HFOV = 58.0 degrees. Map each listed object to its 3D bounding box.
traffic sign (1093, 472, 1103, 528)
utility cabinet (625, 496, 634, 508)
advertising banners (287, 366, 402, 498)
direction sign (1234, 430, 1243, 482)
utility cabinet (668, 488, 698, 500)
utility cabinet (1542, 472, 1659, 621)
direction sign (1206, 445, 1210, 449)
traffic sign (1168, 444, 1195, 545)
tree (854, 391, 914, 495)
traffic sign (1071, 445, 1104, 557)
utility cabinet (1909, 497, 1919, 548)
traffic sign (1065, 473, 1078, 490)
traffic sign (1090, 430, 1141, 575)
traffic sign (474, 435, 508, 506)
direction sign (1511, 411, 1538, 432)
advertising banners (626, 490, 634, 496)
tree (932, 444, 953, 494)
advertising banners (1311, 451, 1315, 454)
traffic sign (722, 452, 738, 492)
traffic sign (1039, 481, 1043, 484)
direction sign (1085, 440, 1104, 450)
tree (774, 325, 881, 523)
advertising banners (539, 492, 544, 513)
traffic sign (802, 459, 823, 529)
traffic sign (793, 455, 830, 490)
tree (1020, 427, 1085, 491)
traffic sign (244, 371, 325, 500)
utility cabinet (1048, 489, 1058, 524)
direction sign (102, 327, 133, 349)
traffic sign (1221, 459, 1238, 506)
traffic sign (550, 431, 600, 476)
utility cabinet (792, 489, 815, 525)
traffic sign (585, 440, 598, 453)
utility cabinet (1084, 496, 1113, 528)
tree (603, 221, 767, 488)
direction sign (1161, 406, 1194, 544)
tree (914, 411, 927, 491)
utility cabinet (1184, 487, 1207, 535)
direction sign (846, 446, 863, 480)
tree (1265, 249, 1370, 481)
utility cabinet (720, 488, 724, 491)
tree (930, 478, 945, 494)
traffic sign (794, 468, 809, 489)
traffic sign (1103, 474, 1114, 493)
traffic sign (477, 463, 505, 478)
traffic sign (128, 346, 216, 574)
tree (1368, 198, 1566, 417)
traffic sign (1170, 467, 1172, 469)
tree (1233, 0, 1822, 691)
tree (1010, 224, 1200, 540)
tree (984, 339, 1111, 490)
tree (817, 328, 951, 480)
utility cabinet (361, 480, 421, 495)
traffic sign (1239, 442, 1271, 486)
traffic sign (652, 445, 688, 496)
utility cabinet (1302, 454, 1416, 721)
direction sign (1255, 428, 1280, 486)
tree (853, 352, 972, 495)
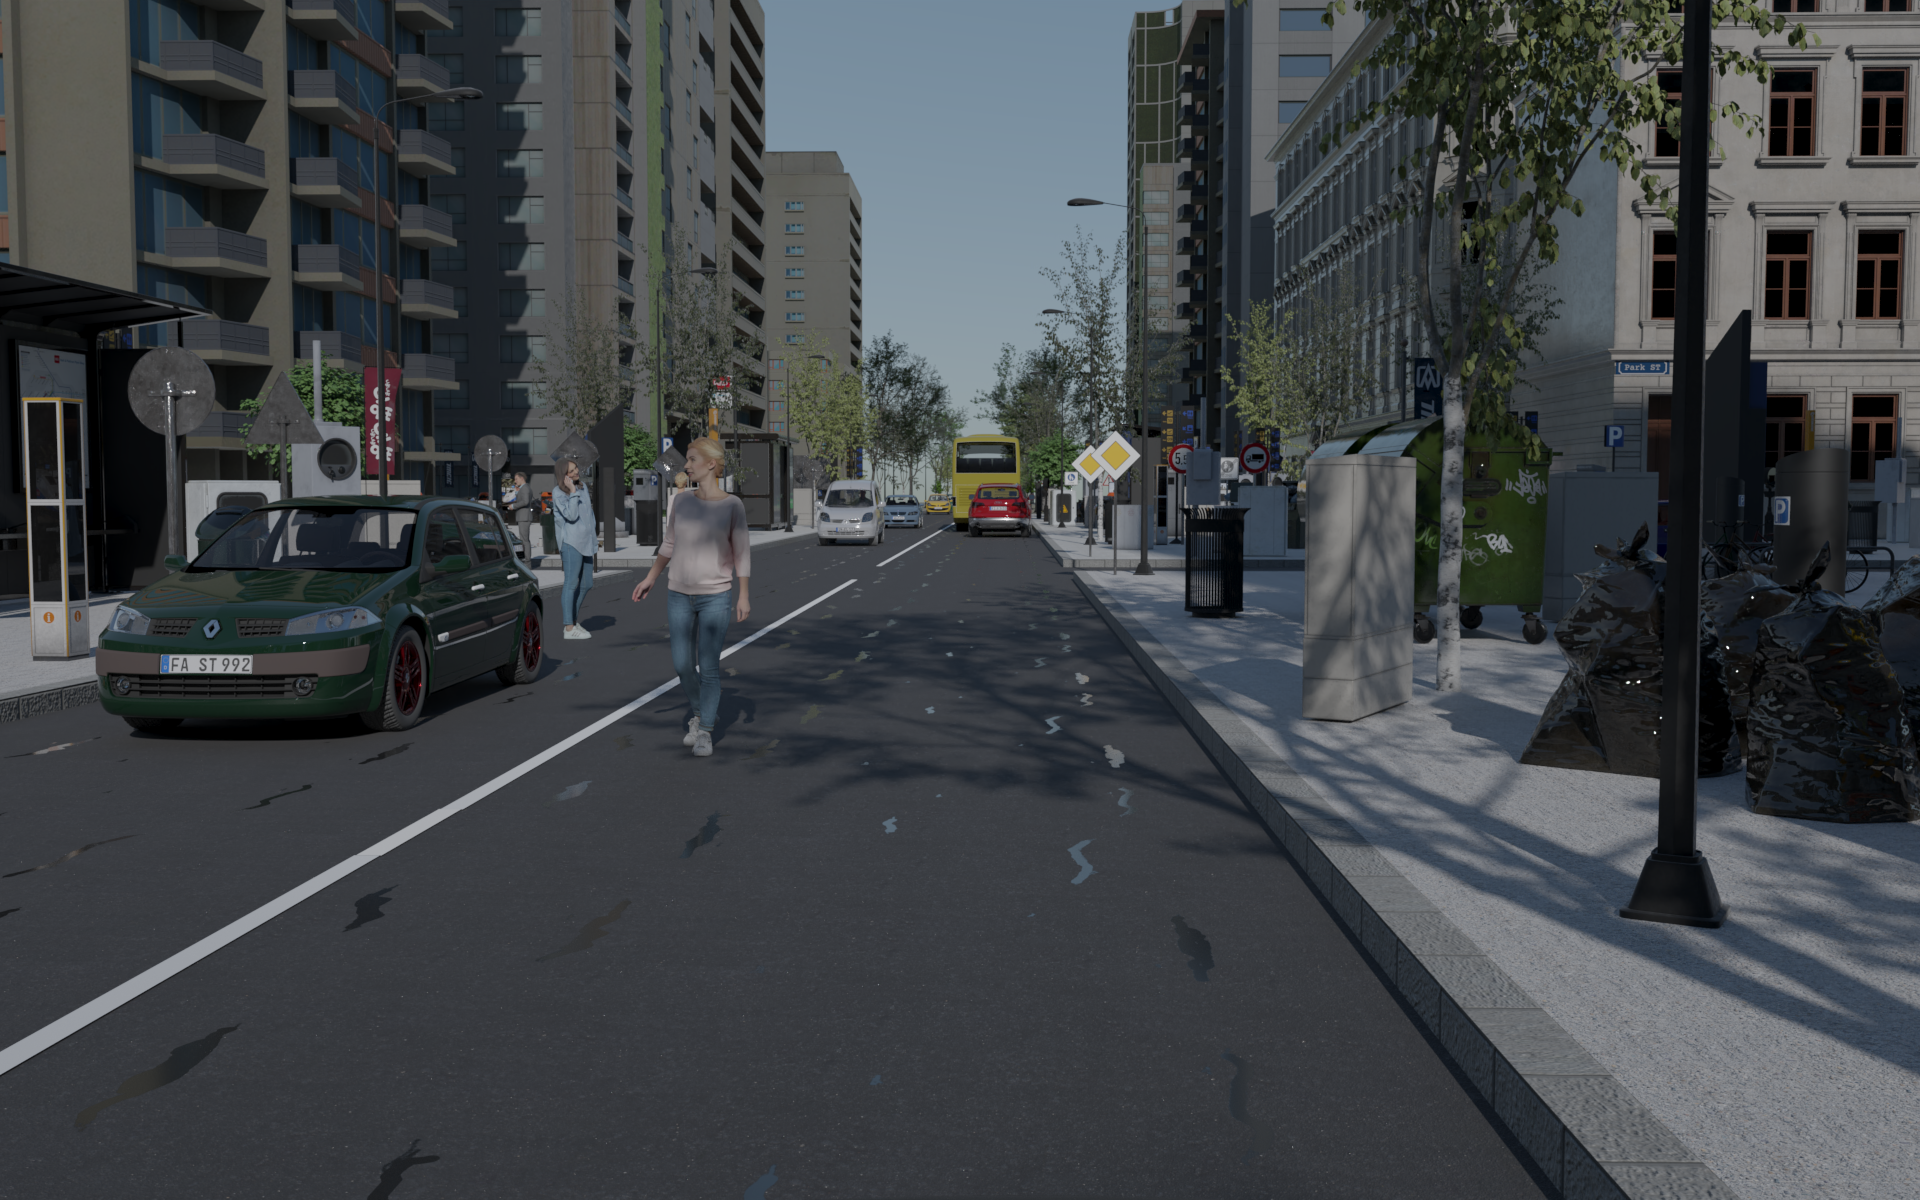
[{"bbox_3d":[5.042,-3.964,64.916,0.768,2.556,0.104,0,4,2],"label":"traffic sign"},{"bbox_3d":[-12.612,-3.433,67.298,1.020,1.237,0.306,-3,5,-40],"label":"utility cabinet"},{"bbox_3d":[-8.566,-1.667,23.439,2.074,3.025,0.090,-2,4,-34],"label":"advertising banners"},{"bbox_3d":[9.950,-4.281,61.985,0.379,3.537,0.876,-1,4,-9],"label":"direction sign"},{"bbox_3d":[-9.634,-3.177,60.624,1.173,1.500,0.318,0,4,0],"label":"utility cabinet"},{"bbox_3d":[6.448,-0.537,17.458,1.173,1.500,0.318,-1,4,-21],"label":"utility cabinet"},{"bbox_3d":[11.001,-5.333,79.194,0.876,3.537,0.379,0,4,-5],"label":"direction sign"},{"bbox_3d":[5.644,-2.674,43.822,0.768,2.556,0.104,0,4,7],"label":"traffic sign"},{"bbox_3d":[-5.314,-10.101,115.521,4.360,8.622,3.978,0,3,0],"label":"tree"},{"bbox_3d":[2.663,-1.940,35.358,0.795,2.450,0.064,0,4,1],"label":"traffic sign"},{"bbox_3d":[22.761,-1.814,40.818,0.306,1.237,1.020,0,4,4],"label":"utility cabinet"},{"bbox_3d":[5.172,-4.792,80.484,0.606,2.300,0.079,0,4,4],"label":"traffic sign"},{"bbox_3d":[2.454,-1.452,27.376,0.795,2.450,0.064,0,4,1],"label":"traffic sign"},{"bbox_3d":[-10.096,-2.272,37.257,0.768,2.556,0.104,1,4,11],"label":"traffic sign"},{"bbox_3d":[15.334,-3.388,47.386,0.876,3.537,0.379,0,4,3],"label":"direction sign"},{"bbox_3d":[-13.021,-4.444,68.840,2.074,3.025,0.090,-1,4,-20],"label":"advertising banners"},{"bbox_3d":[-2.113,-18.381,250.897,4.737,8.622,4.395,0,3,0],"label":"tree"},{"bbox_3d":[13.532,-4.490,69.601,2.074,3.025,0.090,-1,4,-12],"label":"advertising banners"},{"bbox_3d":[-6.990,-3.144,51.508,0.768,2.556,0.104,0,4,3],"label":"traffic sign"},{"bbox_3d":[4.734,-5.862,95.845,0.884,2.594,0.081,0,4,2],"label":"traffic sign"},{"bbox_3d":[5.642,-4.943,72.810,0.876,3.537,0.379,-2,4,-24],"label":"direction sign"},{"bbox_3d":[-6.261,-7.657,75.550,4.737,8.622,4.395,0,3,0],"label":"tree"},{"bbox_3d":[-21.830,-5.942,93.335,2.074,3.025,0.090,2,4,27],"label":"advertising banners"},{"bbox_3d":[-5.417,-3.893,63.755,0.768,2.556,0.104,0,4,2],"label":"traffic sign"},{"bbox_3d":[-7.897,-5.922,90.694,2.265,3.308,0.079,1,4,9],"label":"traffic sign"},{"bbox_3d":[4.872,-6.159,84.417,4.285,4.588,4.351,0,3,0],"label":"tree"},{"bbox_3d":[-7.172,-1.124,18.384,0.884,2.594,0.081,0,4,4],"label":"traffic sign"},{"bbox_3d":[3.947,-3.921,72.788,0.318,1.500,1.173,1,4,11],"label":"utility cabinet"},{"bbox_3d":[-11.106,-1.892,22.926,0.379,3.537,0.876,0,4,-3],"label":"direction sign"},{"bbox_3d":[7.545,-2.864,48.950,0.606,2.300,0.079,0,4,2],"label":"traffic sign"},{"bbox_3d":[-6.137,-1.467,27.620,0.795,2.450,0.064,0,4,1],"label":"traffic sign"},{"bbox_3d":[-6.495,-3.805,70.887,1.173,1.500,0.318,2,4,34],"label":"utility cabinet"},{"bbox_3d":[-8.795,-2.463,40.370,0.768,2.556,0.104,1,4,11],"label":"traffic sign"},{"bbox_3d":[5.231,-3.318,65.410,1.020,1.237,0.306,1,4,17],"label":"utility cabinet"},{"bbox_3d":[-7.020,-5.886,46.593,4.360,8.622,3.978,0,3,0],"label":"tree"},{"bbox_3d":[5.581,-3.214,44.542,0.876,3.537,0.379,-1,4,-11],"label":"direction sign"},{"bbox_3d":[-4.158,-10.801,126.962,4.360,8.622,3.978,0,3,0],"label":"tree"},{"bbox_3d":[7.035,-2.742,53.509,1.173,1.500,0.318,1,4,13],"label":"utility cabinet"},{"bbox_3d":[-4.984,-5.503,81.974,0.876,3.537,0.379,2,4,27],"label":"direction sign"},{"bbox_3d":[11.246,-6.281,53.054,4.360,8.622,3.978,0,3,0],"label":"tree"},{"bbox_3d":[-9.478,-3.578,67.184,1.173,1.500,0.318,1,4,13],"label":"utility cabinet"},{"bbox_3d":[-2.288,-11.831,188.037,1.663,3.219,1.824,0,3,0],"label":"tree"},{"bbox_3d":[-7.715,-5.159,84.460,0.768,2.556,0.104,0,4,7],"label":"traffic sign"},{"bbox_3d":[9.512,-6.768,110.655,0.884,2.594,0.081,0,4,7],"label":"traffic sign"},{"bbox_3d":[-10.622,-2.390,39.186,0.768,2.556,0.104,1,4,10],"label":"traffic sign"},{"bbox_3d":[-6.798,-0.907,14.943,0.768,2.556,0.104,0,4,3],"label":"traffic sign"},{"bbox_3d":[12.786,-5.631,42.429,4.360,8.622,3.978,0,3,0],"label":"tree"},{"bbox_3d":[8.571,-4.138,67.763,0.768,2.556,0.104,1,4,11],"label":"traffic sign"},{"bbox_3d":[3.431,-3.711,11.041,4.737,8.622,4.395,0,3,0],"label":"tree"},{"bbox_3d":[4.106,-5.955,47.722,4.360,8.622,3.978,0,3,0],"label":"tree"},{"bbox_3d":[5.852,-10.381,104.147,7.601,10.594,8.767,3,5,40],"label":"tree"},{"bbox_3d":[-4.832,-9.982,97.621,7.601,10.594,8.767,2,4,34],"label":"tree"},{"bbox_3d":[-9.366,-1.185,28.060,1.173,1.500,0.318,-2,4,-31],"label":"utility cabinet"},{"bbox_3d":[7.283,-2.614,42.843,0.768,2.556,0.104,0,4,2],"label":"traffic sign"},{"bbox_3d":[-5.928,-1.955,35.602,0.795,2.450,0.064,0,4,1],"label":"traffic sign"},{"bbox_3d":[2.347,-0.092,10.177,0.318,1.500,1.173,2,4,30],"label":"utility cabinet"},{"bbox_3d":[10.476,-4.102,59.057,0.876,3.537,0.379,-1,4,-9],"label":"direction sign"},{"bbox_3d":[-4.149,-14.594,148.977,12.009,13.543,11.850,0,3,0],"label":"tree"}]
